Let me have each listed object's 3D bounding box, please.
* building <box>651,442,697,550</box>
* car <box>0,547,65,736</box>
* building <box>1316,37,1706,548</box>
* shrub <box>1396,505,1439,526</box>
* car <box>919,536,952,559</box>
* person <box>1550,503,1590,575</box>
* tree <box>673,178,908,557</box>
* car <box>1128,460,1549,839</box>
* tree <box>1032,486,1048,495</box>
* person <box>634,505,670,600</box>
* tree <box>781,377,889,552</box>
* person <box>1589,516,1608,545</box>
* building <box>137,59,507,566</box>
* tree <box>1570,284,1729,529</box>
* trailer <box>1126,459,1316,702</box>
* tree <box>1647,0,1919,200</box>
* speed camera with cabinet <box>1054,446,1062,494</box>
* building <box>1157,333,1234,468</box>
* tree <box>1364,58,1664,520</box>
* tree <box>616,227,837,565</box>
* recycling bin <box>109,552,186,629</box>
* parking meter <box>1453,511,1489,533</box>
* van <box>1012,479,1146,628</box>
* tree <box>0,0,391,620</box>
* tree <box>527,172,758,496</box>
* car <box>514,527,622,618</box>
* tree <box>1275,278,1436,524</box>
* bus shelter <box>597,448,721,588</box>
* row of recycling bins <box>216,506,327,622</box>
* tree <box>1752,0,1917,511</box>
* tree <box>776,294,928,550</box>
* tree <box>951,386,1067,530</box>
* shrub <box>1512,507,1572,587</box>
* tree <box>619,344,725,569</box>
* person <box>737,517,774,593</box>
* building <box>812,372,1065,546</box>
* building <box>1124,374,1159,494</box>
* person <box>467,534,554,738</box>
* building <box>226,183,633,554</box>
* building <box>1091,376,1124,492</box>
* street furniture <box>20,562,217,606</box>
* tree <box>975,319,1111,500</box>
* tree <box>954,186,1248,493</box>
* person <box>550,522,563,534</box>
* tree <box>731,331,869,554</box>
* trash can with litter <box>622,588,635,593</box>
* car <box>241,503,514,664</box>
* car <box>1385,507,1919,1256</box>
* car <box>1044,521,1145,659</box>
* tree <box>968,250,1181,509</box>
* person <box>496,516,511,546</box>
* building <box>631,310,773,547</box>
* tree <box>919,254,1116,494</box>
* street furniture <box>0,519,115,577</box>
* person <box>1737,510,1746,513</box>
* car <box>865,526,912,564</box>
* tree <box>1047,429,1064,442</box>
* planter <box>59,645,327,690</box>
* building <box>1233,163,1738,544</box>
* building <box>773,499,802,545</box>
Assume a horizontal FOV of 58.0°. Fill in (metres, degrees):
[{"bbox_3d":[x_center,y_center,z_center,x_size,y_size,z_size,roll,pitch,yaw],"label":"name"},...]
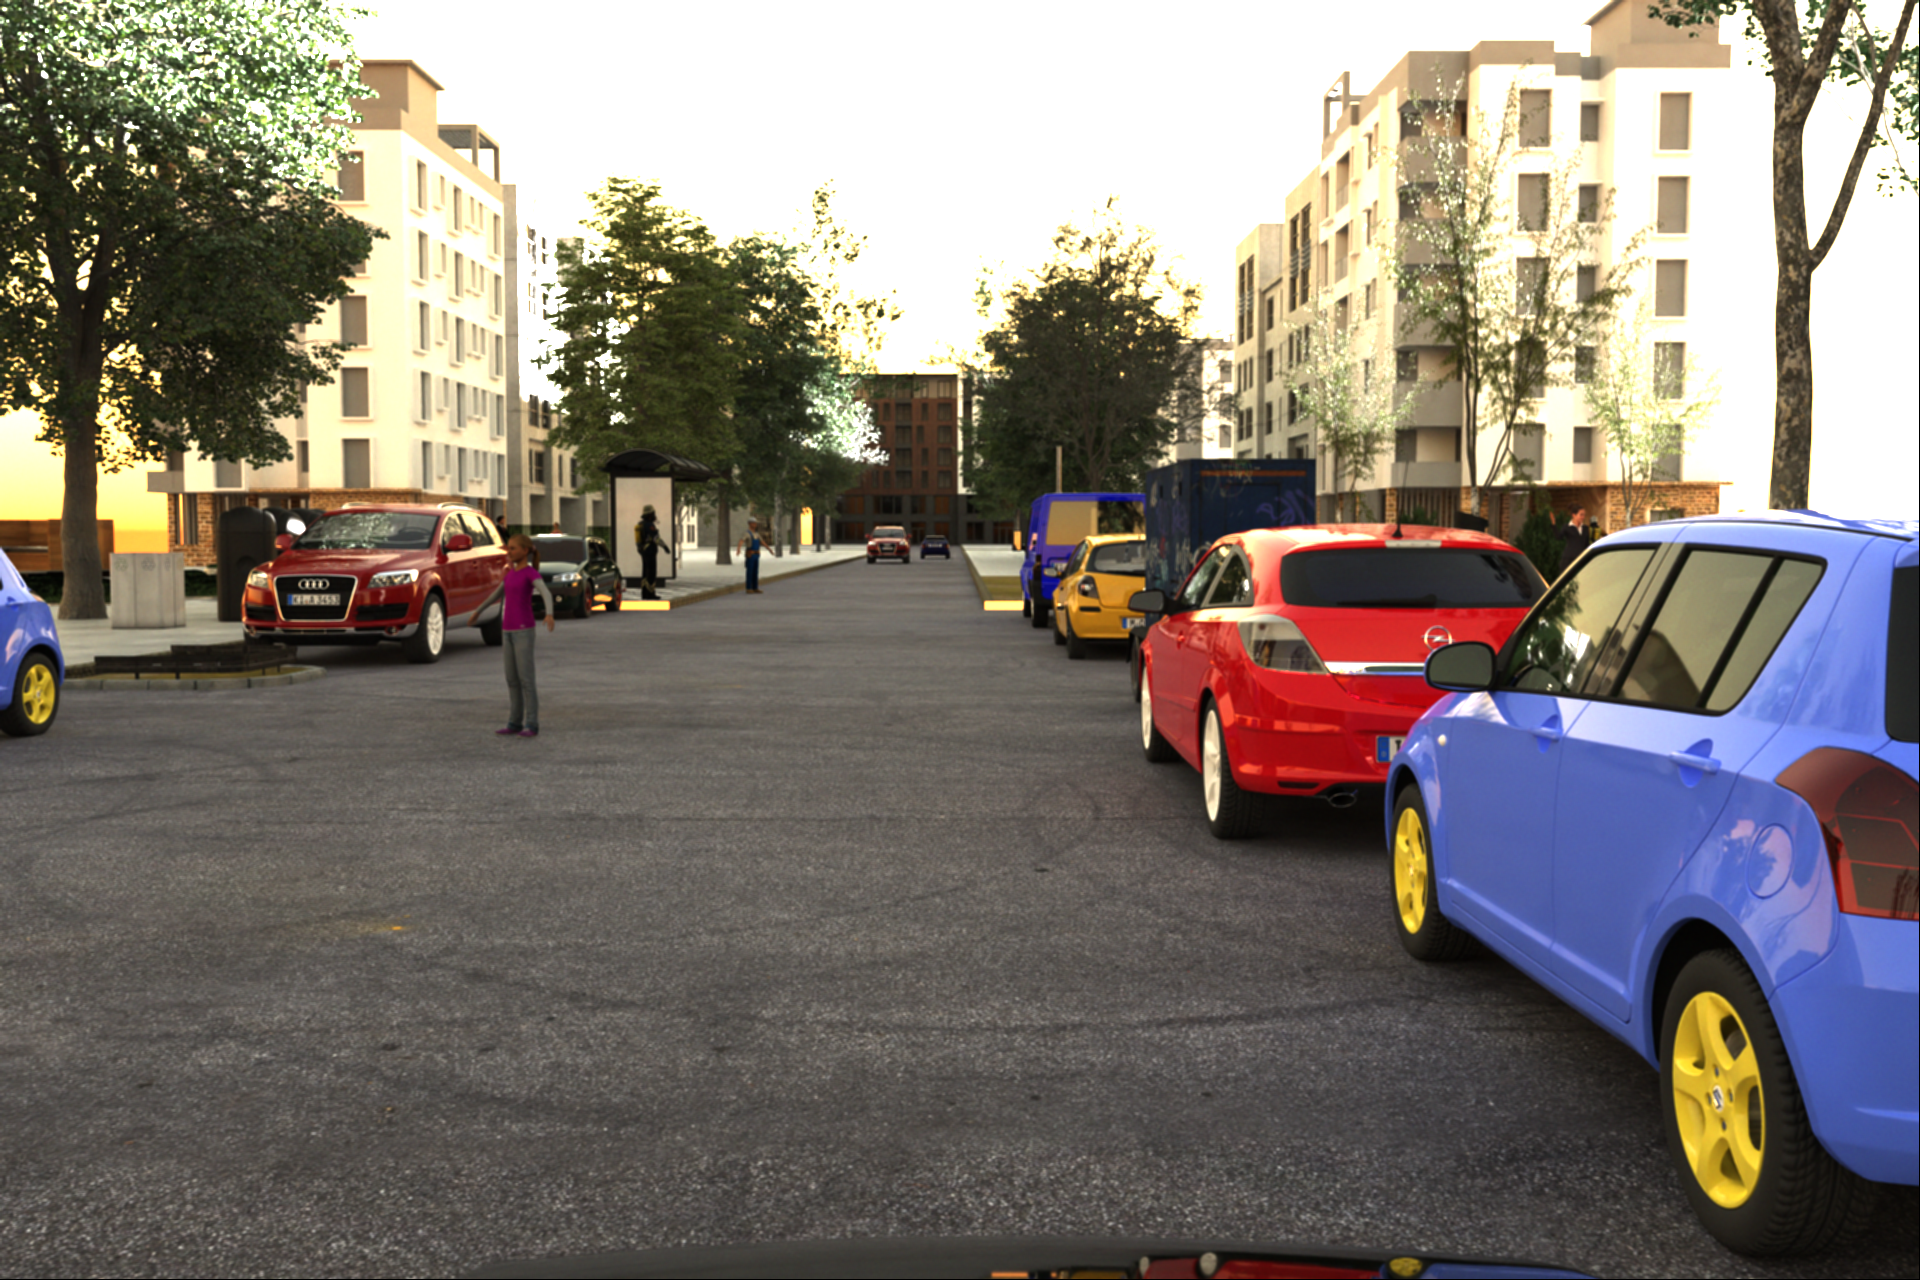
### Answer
[{"bbox_3d":[-27.658,-12.902,153.103,9.099,9.664,28.070,0,4,0],"label":"building"},{"bbox_3d":[-7.378,-0.088,11.031,1.945,1.707,3.694,0,3,0],"label":"car"},{"bbox_3d":[20.303,-13.201,72.248,16.016,20.090,11.380,0,3,0],"label":"building"},{"bbox_3d":[11.784,-2.487,44.696,1.661,2.075,1.752,0,3,0],"label":"shrub"},{"bbox_3d":[-1.440,-5.402,100.899,1.945,1.354,3.894,0,4,-1],"label":"car"},{"bbox_3d":[8.623,-1.074,24.410,0.742,1.727,0.445,-3,5,-43],"label":"person"},{"bbox_3d":[-9.322,-14.509,93.110,12.611,20.169,13.585,0,3,0],"label":"tree"},{"bbox_3d":[2.058,-0.036,9.628,2.155,1.783,4.494,0,4,0],"label":"car"},{"bbox_3d":[4.492,-9.196,100.715,4.360,8.622,3.978,0,3,0],"label":"tree"},{"bbox_3d":[-6.070,-1.723,33.950,0.705,1.856,1.354,-2,4,-35],"label":"person"},{"bbox_3d":[-10.168,-13.028,123.375,12.009,13.543,11.850,0,3,0],"label":"tree"},{"bbox_3d":[20.085,-3.009,54.965,1.354,1.858,0.705,0,4,-2],"label":"person"},{"bbox_3d":[-26.825,-13.089,70.429,16.016,20.090,11.380,0,4,0],"label":"building"},{"bbox_3d":[19.783,-6.183,51.450,4.360,8.622,3.978,0,3,0],"label":"tree"},{"bbox_3d":[2.184,-0.493,15.113,1.471,1.999,3.904,0,4,-1],"label":"trailer"},{"bbox_3d":[22.157,-11.229,39.479,12.611,20.169,13.585,0,3,0],"label":"tree"},{"bbox_3d":[2.436,-2.695,38.407,0.660,3.252,2.038,0,4,-2],"label":"speed camera with cabinet"},{"bbox_3d":[23.849,-18.787,163.581,16.016,20.090,11.380,0,4,0],"label":"building"},{"bbox_3d":[8.097,-4.729,27.684,4.360,8.622,3.978,0,3,0],"label":"tree"},{"bbox_3d":[-10.064,-10.160,72.777,9.857,13.997,8.962,0,3,0],"label":"tree"},{"bbox_3d":[-11.110,-0.682,23.700,0.722,1.027,0.722,0,4,0],"label":"recycling bin"},{"bbox_3d":[5.550,-0.638,18.844,0.372,1.533,0.369,0,3,0],"label":"parking meter"},{"bbox_3d":[2.021,-1.453,28.147,2.240,2.365,5.245,0,4,0],"label":"van"},{"bbox_3d":[-13.269,-7.300,26.004,9.857,13.997,8.962,0,3,0],"label":"tree"},{"bbox_3d":[-10.067,-8.385,55.220,7.486,12.596,7.792,0,3,0],"label":"tree"},{"bbox_3d":[-7.173,-1.281,30.732,2.009,1.686,4.222,0,4,0],"label":"car"},{"bbox_3d":[10.896,-6.132,50.625,4.360,8.622,3.978,0,3,0],"label":"tree"},{"bbox_3d":[-7.478,-3.041,43.648,2.014,3.302,5.546,0,4,2],"label":"bus shelter"},{"bbox_3d":[-10.501,-1.215,26.986,1.069,1.692,3.534,0,4,0],"label":"row of recycling bins"},{"bbox_3d":[7.919,-9.793,16.007,12.611,20.169,13.585,0,3,0],"label":"tree"},{"bbox_3d":[-9.449,-17.160,136.448,12.611,20.169,13.585,0,3,0],"label":"tree"},{"bbox_3d":[4.432,-14.194,138.731,9.857,13.997,8.962,0,3,0],"label":"tree"},{"bbox_3d":[13.666,-2.194,40.289,1.690,2.028,1.600,0,3,0],"label":"shrub"},{"bbox_3d":[-10.229,-6.910,63.339,4.360,8.622,3.978,0,3,0],"label":"tree"},{"bbox_3d":[-5.001,-2.054,41.904,0.705,1.847,1.347,2,4,33],"label":"person"},{"bbox_3d":[-2.561,-23.415,229.264,32.646,21.610,27.936,0,4,0],"label":"building"},{"bbox_3d":[22.372,-19.911,181.963,16.016,20.090,11.380,0,4,0],"label":"building"},{"bbox_3d":[-3.162,-0.032,12.240,0.991,1.433,0.599,3,5,41],"label":"person"},{"bbox_3d":[-30.732,-14.489,103.358,16.747,18.905,31.486,0,4,0],"label":"building"},{"bbox_3d":[22.982,-20.498,201.598,16.747,18.905,31.486,0,4,0],"label":"building"},{"bbox_3d":[-16.188,-1.261,36.249,5.734,0.657,10.072,1,4,23],"label":"street furniture"},{"bbox_3d":[4.659,-10.551,90.637,7.486,12.596,7.792,0,3,0],"label":"tree"},{"bbox_3d":[4.919,-9.270,61.941,12.009,13.543,11.850,0,3,0],"label":"tree"},{"bbox_3d":[-15.614,-3.666,66.735,1.217,1.733,0.721,2,4,29],"label":"person"},{"bbox_3d":[-10.553,-12.467,110.497,9.857,13.997,8.962,0,3,0],"label":"tree"},{"bbox_3d":[-7.862,-1.663,38.250,1.678,1.210,2.233,0,4,0],"label":"trash can with litter"},{"bbox_3d":[-6.824,-0.745,20.855,2.281,1.827,5.304,0,3,0],"label":"car"},{"bbox_3d":[2.344,0.297,4.743,1.945,1.707,3.694,0,3,0],"label":"car"},{"bbox_3d":[2.065,-0.676,21.274,2.015,1.641,3.980,0,4,0],"label":"car"},{"bbox_3d":[5.378,-10.475,77.921,9.857,13.997,8.962,0,3,0],"label":"tree"},{"bbox_3d":[-13.223,-2.682,50.030,0.705,1.806,1.347,1,4,19],"label":"person"},{"bbox_3d":[-29.546,-21.193,177.435,19.493,23.208,18.063,0,4,0],"label":"building"},{"bbox_3d":[3.896,-16.058,118.440,12.611,20.169,13.585,0,3,0],"label":"tree"},{"bbox_3d":[-28.609,-2.829,53.109,11.010,1.723,9.812,3,4,38],"label":"street furniture"},{"bbox_3d":[14.556,-1.568,32.446,1.217,1.737,0.721,-1,4,-13],"label":"person"},{"bbox_3d":[-3.506,-4.702,85.558,2.281,1.827,5.304,0,4,-1],"label":"car"},{"bbox_3d":[5.516,-9.571,106.851,4.737,8.622,4.395,0,3,0],"label":"tree"},{"bbox_3d":[-7.349,0.259,16.902,1.991,0.319,1.994,0,4,0],"label":"planter"},{"bbox_3d":[25.379,-13.760,91.441,16.747,18.905,31.486,0,4,0],"label":"building"},{"bbox_3d":[-28.621,-20.594,203.170,16.747,18.905,31.486,0,4,1],"label":"building"}]
